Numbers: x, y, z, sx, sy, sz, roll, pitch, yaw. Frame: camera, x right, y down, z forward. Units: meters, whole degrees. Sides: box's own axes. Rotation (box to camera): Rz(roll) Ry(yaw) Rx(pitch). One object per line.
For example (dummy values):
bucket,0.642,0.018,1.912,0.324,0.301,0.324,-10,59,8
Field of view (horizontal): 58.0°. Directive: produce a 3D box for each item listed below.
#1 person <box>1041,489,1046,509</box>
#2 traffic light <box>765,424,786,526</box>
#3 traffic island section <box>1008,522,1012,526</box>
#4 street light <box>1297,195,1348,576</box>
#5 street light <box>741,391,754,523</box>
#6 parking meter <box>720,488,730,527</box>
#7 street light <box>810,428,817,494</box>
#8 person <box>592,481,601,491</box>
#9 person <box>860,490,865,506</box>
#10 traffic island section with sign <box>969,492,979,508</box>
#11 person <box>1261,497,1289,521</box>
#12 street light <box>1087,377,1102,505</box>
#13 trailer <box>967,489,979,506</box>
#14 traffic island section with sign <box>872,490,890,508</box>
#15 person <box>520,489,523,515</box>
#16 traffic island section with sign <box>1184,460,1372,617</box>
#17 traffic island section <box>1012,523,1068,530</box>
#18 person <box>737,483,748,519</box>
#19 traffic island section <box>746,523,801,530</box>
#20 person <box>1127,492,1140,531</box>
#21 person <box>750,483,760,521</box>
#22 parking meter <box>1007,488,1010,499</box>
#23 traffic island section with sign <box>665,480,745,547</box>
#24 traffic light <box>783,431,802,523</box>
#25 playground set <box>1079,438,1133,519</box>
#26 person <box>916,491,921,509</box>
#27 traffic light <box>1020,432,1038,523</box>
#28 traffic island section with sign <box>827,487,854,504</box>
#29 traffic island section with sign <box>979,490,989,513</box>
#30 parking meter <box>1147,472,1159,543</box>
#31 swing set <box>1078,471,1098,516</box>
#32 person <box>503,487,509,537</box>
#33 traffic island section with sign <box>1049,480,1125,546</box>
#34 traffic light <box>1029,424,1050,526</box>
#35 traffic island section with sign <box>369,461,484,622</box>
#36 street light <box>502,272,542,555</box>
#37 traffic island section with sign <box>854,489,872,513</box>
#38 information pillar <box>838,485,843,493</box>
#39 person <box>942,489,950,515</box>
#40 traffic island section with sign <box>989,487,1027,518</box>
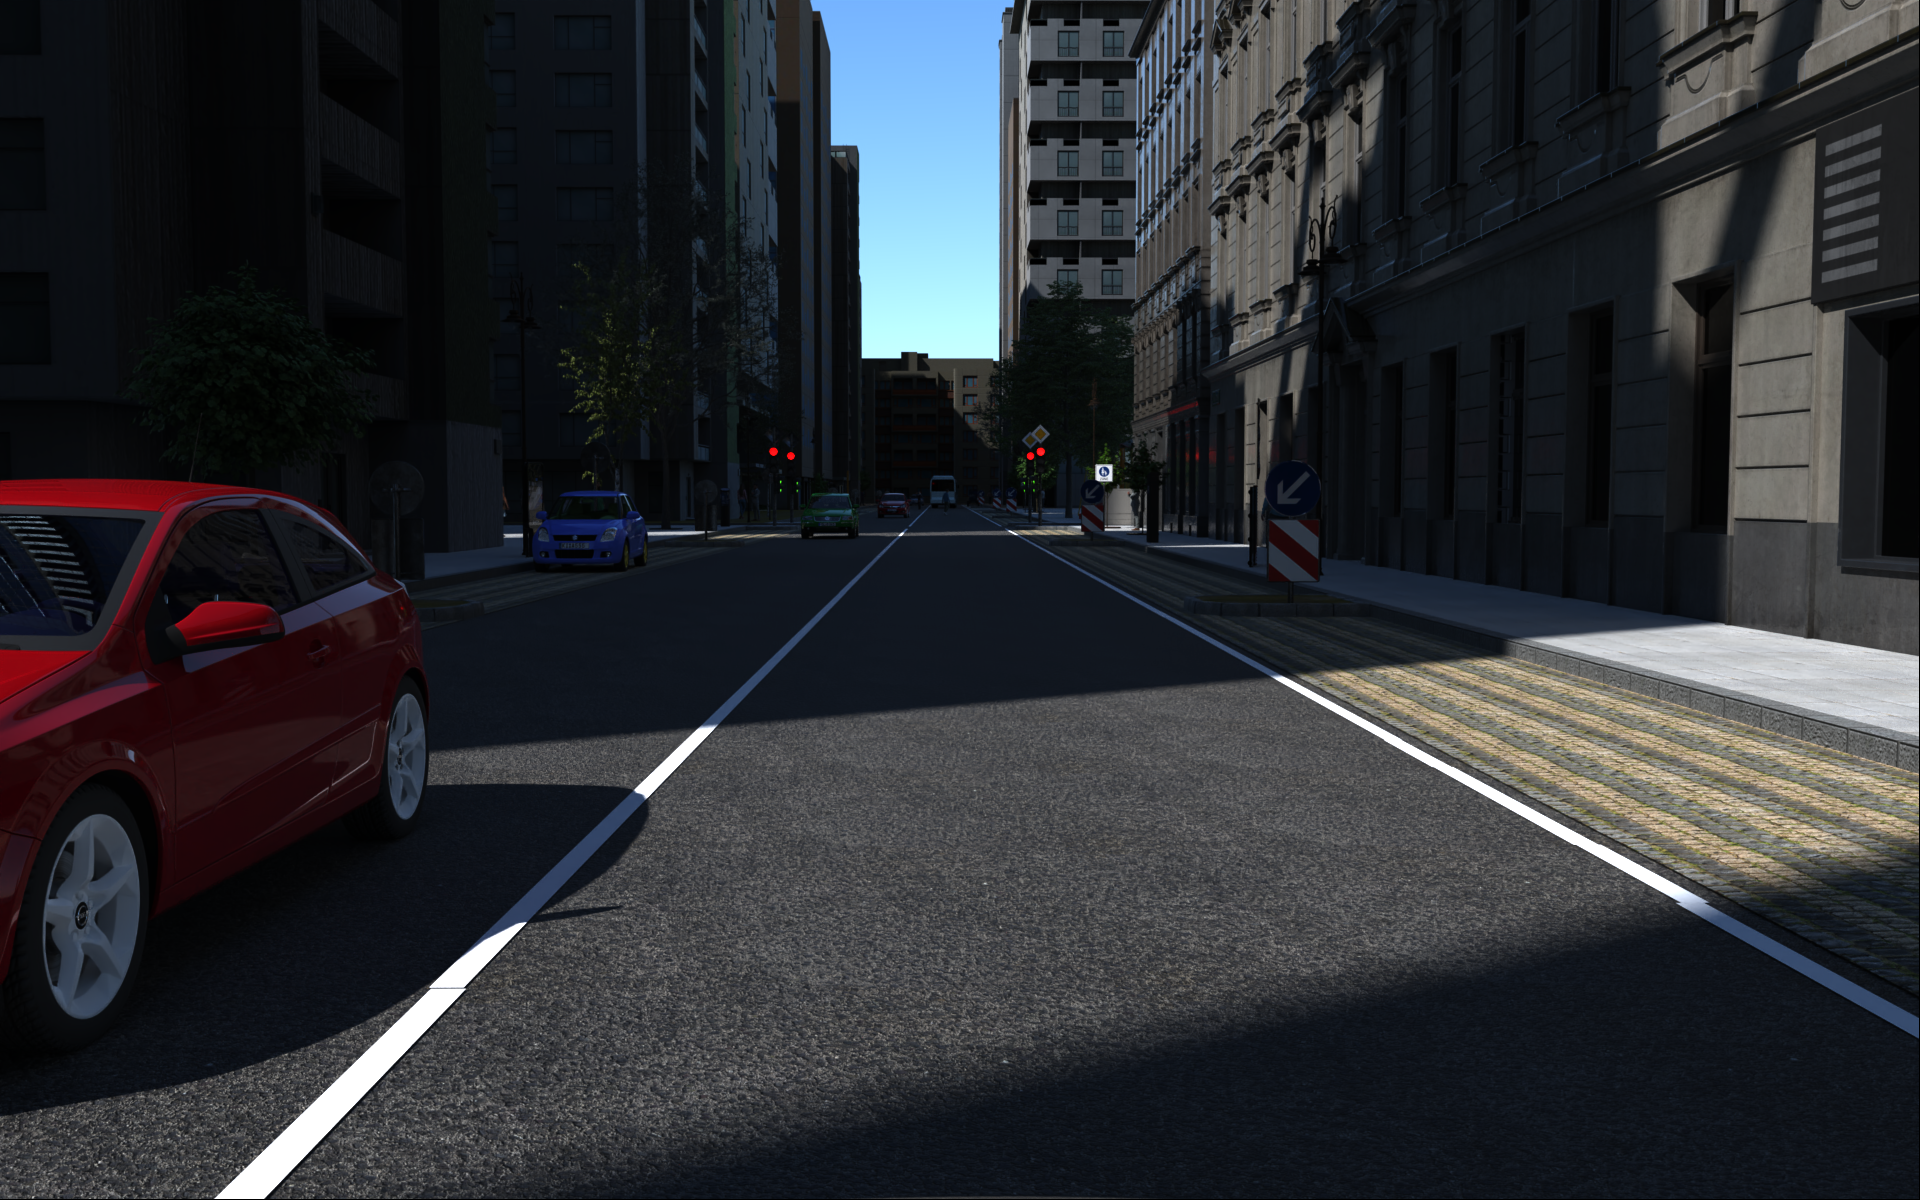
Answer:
person,7.137,-8.856,150.684,0.795,1.843,0.661,2,4,33
traffic light,-7.446,-4.937,69.646,0.839,4.253,0.868,0,4,-1
traffic island section,3.170,-3.400,77.873,2.009,0.180,2.903,0,4,-1
street light,5.650,-3.325,27.158,0.468,5.910,1.993,0,4,-1
street light,-9.515,-6.426,77.853,0.468,5.910,1.993,0,4,-1
parking meter,-9.280,-3.673,68.462,0.372,1.533,0.369,0,3,0
street light,-10.059,-8.968,119.407,0.468,5.910,1.993,0,4,-1
person,-13.832,-3.652,65.995,0.529,1.795,0.600,2,4,29
person,-10.779,-11.272,191.260,0.530,1.710,0.541,-2,4,-27
traffic island section with sign,2.098,-10.466,179.740,1.989,1.847,2.006,0,4,-1
person,6.108,-1.651,33.051,0.660,1.820,0.620,-1,4,-14
street light,5.311,-5.861,68.614,0.468,5.910,1.993,0,4,-1
trailer,1.539,-11.814,200.205,1.471,1.999,3.904,0,4,1
traffic island section with sign,-8.318,-10.461,179.657,1.989,1.847,2.006,0,4,-1
person,-14.363,-3.130,57.645,0.576,1.772,0.534,-3,5,-42
traffic island section with sign,3.775,-0.758,21.016,1.989,1.847,2.006,0,4,-1
traffic island section,3.254,-2.912,69.888,2.009,0.180,2.903,0,4,-1
person,-11.108,-5.047,88.567,0.555,1.821,0.388,0,4,-2
traffic island section,-7.486,-2.905,69.780,2.009,0.180,2.903,0,4,-1
person,6.118,-3.349,60.982,0.466,1.800,0.511,0,4,-2
person,-9.784,-4.666,82.508,0.511,1.800,0.466,2,4,34
parking meter,4.175,-8.614,146.549,0.399,1.863,0.255,-1,4,-18
traffic island section with sign,-6.919,-2.359,47.198,1.989,1.847,2.006,0,4,-1
traffic light,-7.530,-5.426,77.630,0.839,4.253,0.868,0,4,-1
playground set,8.906,-5.957,84.169,5.637,4.214,5.302,-1,4,-14
person,-3.881,-9.284,161.096,0.742,1.727,0.445,3,4,38
traffic light,3.130,-5.433,77.758,0.839,4.253,0.868,0,4,-1
traffic island section with sign,-7.508,-5.769,102.953,1.989,1.847,2.006,0,4,-1
traffic island section with sign,2.630,-7.388,129.424,1.989,1.847,2.006,0,4,-1
parking meter,5.104,-2.455,45.855,0.255,1.863,0.399,0,4,-7
swing set,8.849,-6.321,100.974,3.119,2.851,2.862,-1,4,-19
person,-13.722,-2.774,51.492,0.616,1.811,0.778,1,4,17
traffic island section with sign,3.490,-2.406,47.970,1.989,1.847,2.006,0,4,-1
traffic light,3.214,-4.945,69.773,0.839,4.253,0.868,0,4,-1
traffic island section with sign,-6.629,-0.696,20.015,1.989,1.847,2.006,0,4,-1
street light,-9.121,-3.879,36.208,0.468,5.910,1.993,0,4,-1
traffic island section with sign,-7.792,-7.418,129.906,1.989,1.847,2.006,0,4,-1
information pillar,-10.122,-8.688,146.538,0.304,2.012,0.304,-2,4,-35
person,-0.949,-6.624,117.138,0.444,1.785,0.601,-2,4,-34
traffic island section with sign,2.901,-5.740,102.470,1.989,1.847,2.006,0,4,-1
